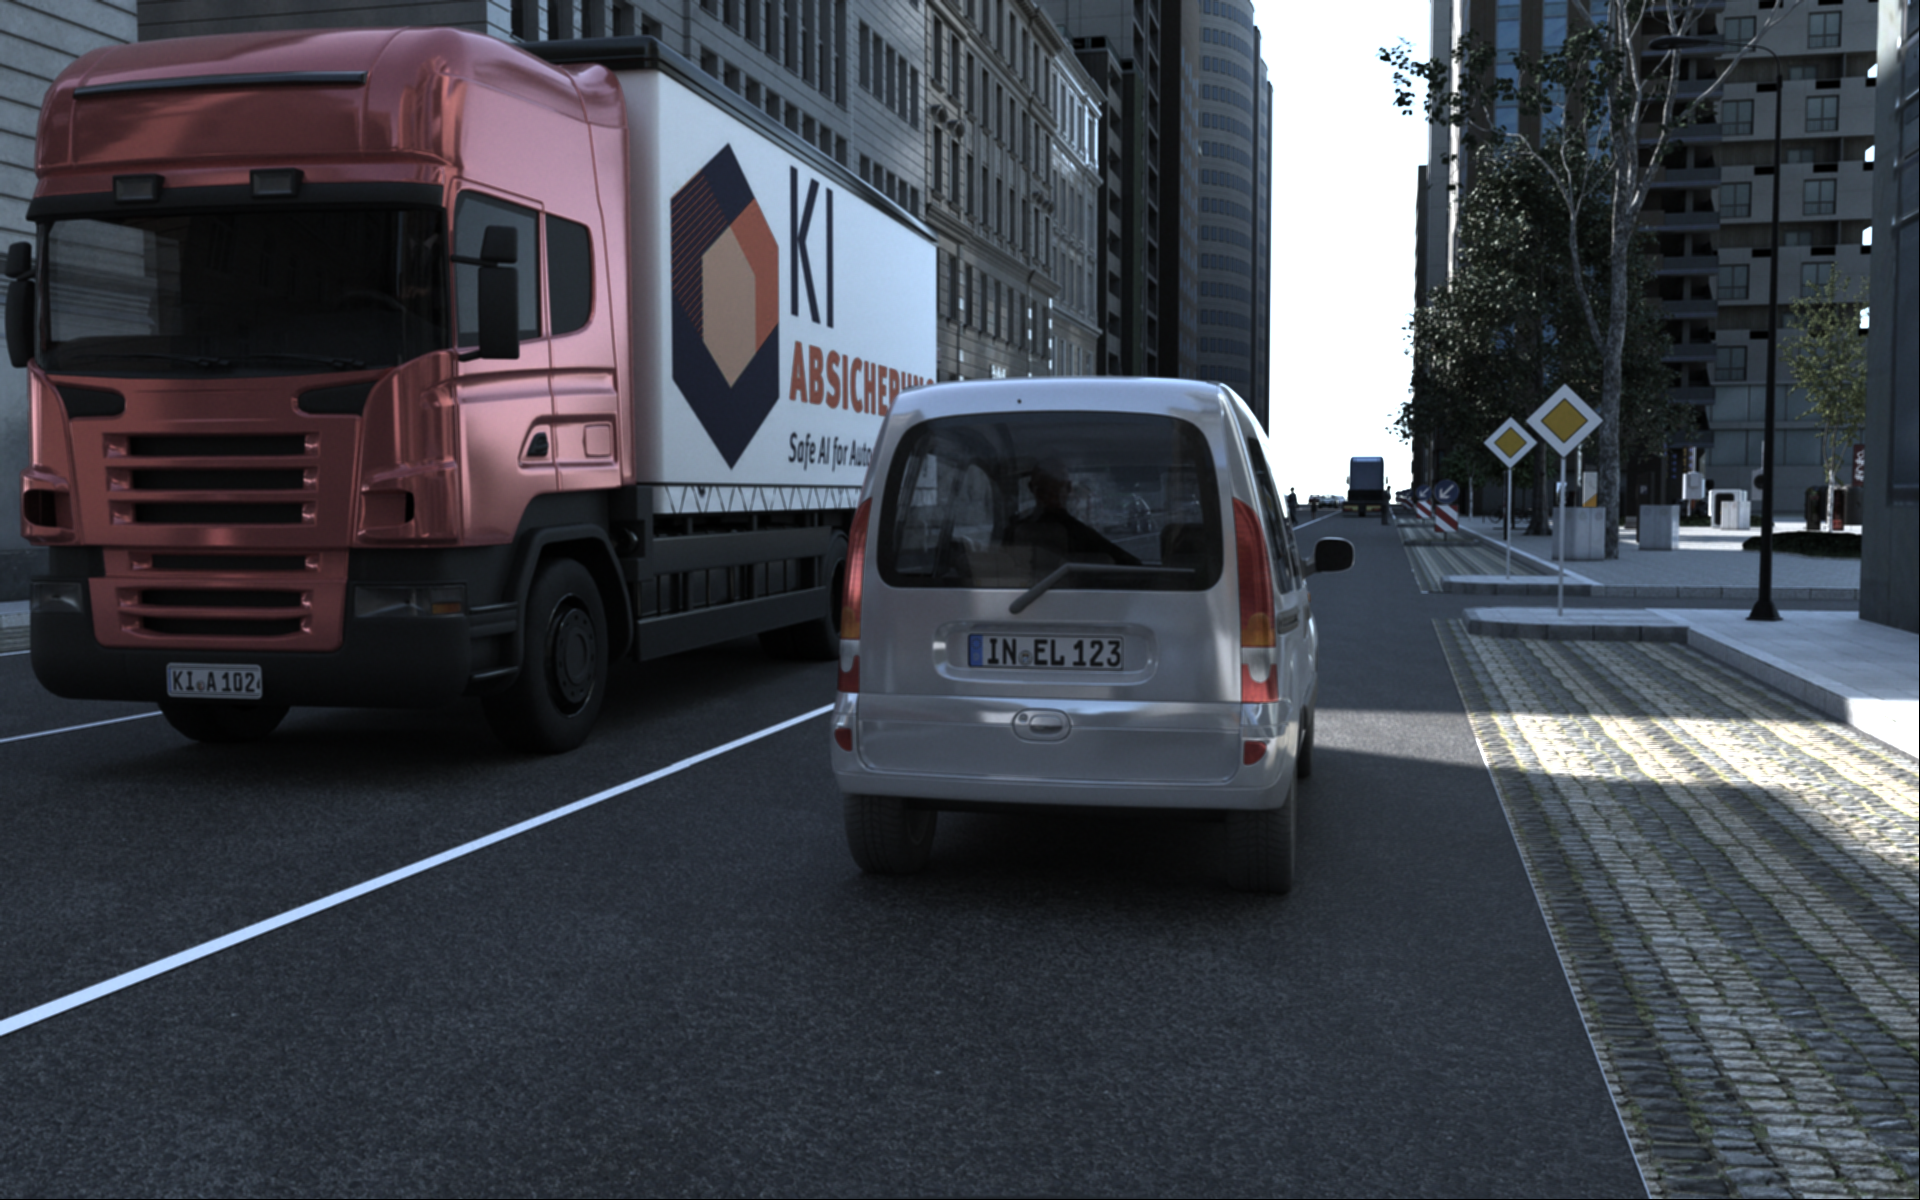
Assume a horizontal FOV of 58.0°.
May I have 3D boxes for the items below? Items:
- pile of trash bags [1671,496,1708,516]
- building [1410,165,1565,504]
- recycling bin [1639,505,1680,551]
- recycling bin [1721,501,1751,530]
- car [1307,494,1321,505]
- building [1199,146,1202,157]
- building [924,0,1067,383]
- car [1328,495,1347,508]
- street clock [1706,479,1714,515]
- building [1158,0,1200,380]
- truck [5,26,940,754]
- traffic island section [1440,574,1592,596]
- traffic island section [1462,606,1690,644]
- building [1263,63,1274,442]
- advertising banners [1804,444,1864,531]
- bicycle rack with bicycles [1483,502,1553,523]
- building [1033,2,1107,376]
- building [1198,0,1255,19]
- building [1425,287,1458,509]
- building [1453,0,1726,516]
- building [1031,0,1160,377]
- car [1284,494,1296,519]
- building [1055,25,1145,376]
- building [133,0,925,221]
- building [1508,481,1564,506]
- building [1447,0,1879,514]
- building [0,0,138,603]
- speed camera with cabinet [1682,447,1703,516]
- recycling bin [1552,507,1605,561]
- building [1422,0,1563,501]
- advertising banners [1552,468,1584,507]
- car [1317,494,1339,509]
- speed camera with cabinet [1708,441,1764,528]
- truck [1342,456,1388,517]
[{"bbox_3d":[37.617,-4.855,89.125,1.912,1.369,3.447,1,4,23],"label":"pile of trash bags"},{"bbox_3d":[73.772,-37.657,239.386,21.300,48.544,21.600,1,4,14],"label":"building"},{"bbox_3d":[16.060,-1.665,39.774,0.722,1.027,0.722,3,4,36],"label":"recycling bin"},{"bbox_3d":[27.824,-3.032,62.122,0.722,1.027,0.722,-2,4,-32],"label":"recycling bin"},{"bbox_3d":[48.895,-14.043,238.635,2.155,1.783,4.494,1,4,12],"label":"car"},{"bbox_3d":[9.470,-29.001,166.054,32.217,40.220,23.993,1,4,14],"label":"building"},{"bbox_3d":[-3.890,-16.801,71.965,12.463,27.353,25.104,1,4,14],"label":"building"},{"bbox_3d":[40.419,-10.589,185.496,2.083,1.381,4.827,1,4,13],"label":"car"},{"bbox_3d":[37.212,-4.980,85.999,0.358,2.002,0.471,0,4,-1],"label":"street clock"},{"bbox_3d":[12.338,-30.304,145.574,14.600,45.320,14.200,1,4,14],"label":"building"},{"bbox_3d":[-2.573,-1.479,13.096,2.839,4.237,11.283,1,4,12],"label":"truck"},{"bbox_3d":[8.261,-0.226,25.983,2.009,0.180,2.903,1,4,14],"label":"traffic island section"},{"bbox_3d":[6.360,0.248,18.227,2.009,0.180,2.903,1,4,14],"label":"traffic island section"},{"bbox_3d":[29.228,-41.876,226.666,21.231,58.520,28.212,1,4,14],"label":"building"},{"bbox_3d":[30.829,-3.958,60.906,2.074,3.025,0.090,1,4,10],"label":"advertising banners"},{"bbox_3d":[24.426,-3.864,76.555,2.852,0.926,2.925,-2,4,-28],"label":"bicycle rack with bicycles"},{"bbox_3d":[-0.179,-18.859,94.251,13.634,28.700,20.117,1,4,14],"label":"building"},{"bbox_3d":[22.808,-40.198,199.243,21.231,58.520,28.212,1,4,14],"label":"building"},{"bbox_3d":[56.486,-18.970,155.199,27.650,21.520,28.899,1,4,14],"label":"building"},{"bbox_3d":[38.344,-27.969,107.409,14.600,45.320,14.200,1,4,14],"label":"building"},{"bbox_3d":[6.238,-42.197,128.176,20.563,71.187,20.611,1,4,14],"label":"building"},{"bbox_3d":[16.467,-4.784,90.014,2.131,1.459,4.920,1,4,14],"label":"car"},{"bbox_3d":[3.874,-20.781,111.468,14.160,30.474,14.107,1,4,14],"label":"building"},{"bbox_3d":[-9.898,-16.370,45.147,11.434,29.767,29.804,1,4,14],"label":"building"},{"bbox_3d":[74.757,-32.055,215.974,32.217,40.220,23.993,1,4,14],"label":"building"},{"bbox_3d":[50.064,-32.840,126.170,28.713,52.752,27.495,1,4,14],"label":"building"},{"bbox_3d":[-20.456,-10.457,20.118,18.267,20.994,9.793,1,4,14],"label":"building"},{"bbox_3d":[31.609,-4.812,73.019,2.038,3.252,0.660,1,4,10],"label":"speed camera with cabinet"},{"bbox_3d":[11.979,-1.284,33.550,0.722,1.027,0.722,-1,4,-16],"label":"recycling bin"},{"bbox_3d":[62.243,-39.691,190.949,21.231,58.520,28.212,1,4,14],"label":"building"},{"bbox_3d":[32.045,-5.772,90.562,2.074,3.025,0.090,2,4,30],"label":"advertising banners"},{"bbox_3d":[36.625,-9.815,172.266,2.131,1.459,4.920,1,4,15],"label":"car"},{"bbox_3d":[29.193,-4.299,64.622,2.038,3.252,0.660,2,4,30],"label":"speed camera with cabinet"},{"bbox_3d":[27.295,-7.764,116.698,2.967,4.110,18.799,1,4,14],"label":"truck"}]
